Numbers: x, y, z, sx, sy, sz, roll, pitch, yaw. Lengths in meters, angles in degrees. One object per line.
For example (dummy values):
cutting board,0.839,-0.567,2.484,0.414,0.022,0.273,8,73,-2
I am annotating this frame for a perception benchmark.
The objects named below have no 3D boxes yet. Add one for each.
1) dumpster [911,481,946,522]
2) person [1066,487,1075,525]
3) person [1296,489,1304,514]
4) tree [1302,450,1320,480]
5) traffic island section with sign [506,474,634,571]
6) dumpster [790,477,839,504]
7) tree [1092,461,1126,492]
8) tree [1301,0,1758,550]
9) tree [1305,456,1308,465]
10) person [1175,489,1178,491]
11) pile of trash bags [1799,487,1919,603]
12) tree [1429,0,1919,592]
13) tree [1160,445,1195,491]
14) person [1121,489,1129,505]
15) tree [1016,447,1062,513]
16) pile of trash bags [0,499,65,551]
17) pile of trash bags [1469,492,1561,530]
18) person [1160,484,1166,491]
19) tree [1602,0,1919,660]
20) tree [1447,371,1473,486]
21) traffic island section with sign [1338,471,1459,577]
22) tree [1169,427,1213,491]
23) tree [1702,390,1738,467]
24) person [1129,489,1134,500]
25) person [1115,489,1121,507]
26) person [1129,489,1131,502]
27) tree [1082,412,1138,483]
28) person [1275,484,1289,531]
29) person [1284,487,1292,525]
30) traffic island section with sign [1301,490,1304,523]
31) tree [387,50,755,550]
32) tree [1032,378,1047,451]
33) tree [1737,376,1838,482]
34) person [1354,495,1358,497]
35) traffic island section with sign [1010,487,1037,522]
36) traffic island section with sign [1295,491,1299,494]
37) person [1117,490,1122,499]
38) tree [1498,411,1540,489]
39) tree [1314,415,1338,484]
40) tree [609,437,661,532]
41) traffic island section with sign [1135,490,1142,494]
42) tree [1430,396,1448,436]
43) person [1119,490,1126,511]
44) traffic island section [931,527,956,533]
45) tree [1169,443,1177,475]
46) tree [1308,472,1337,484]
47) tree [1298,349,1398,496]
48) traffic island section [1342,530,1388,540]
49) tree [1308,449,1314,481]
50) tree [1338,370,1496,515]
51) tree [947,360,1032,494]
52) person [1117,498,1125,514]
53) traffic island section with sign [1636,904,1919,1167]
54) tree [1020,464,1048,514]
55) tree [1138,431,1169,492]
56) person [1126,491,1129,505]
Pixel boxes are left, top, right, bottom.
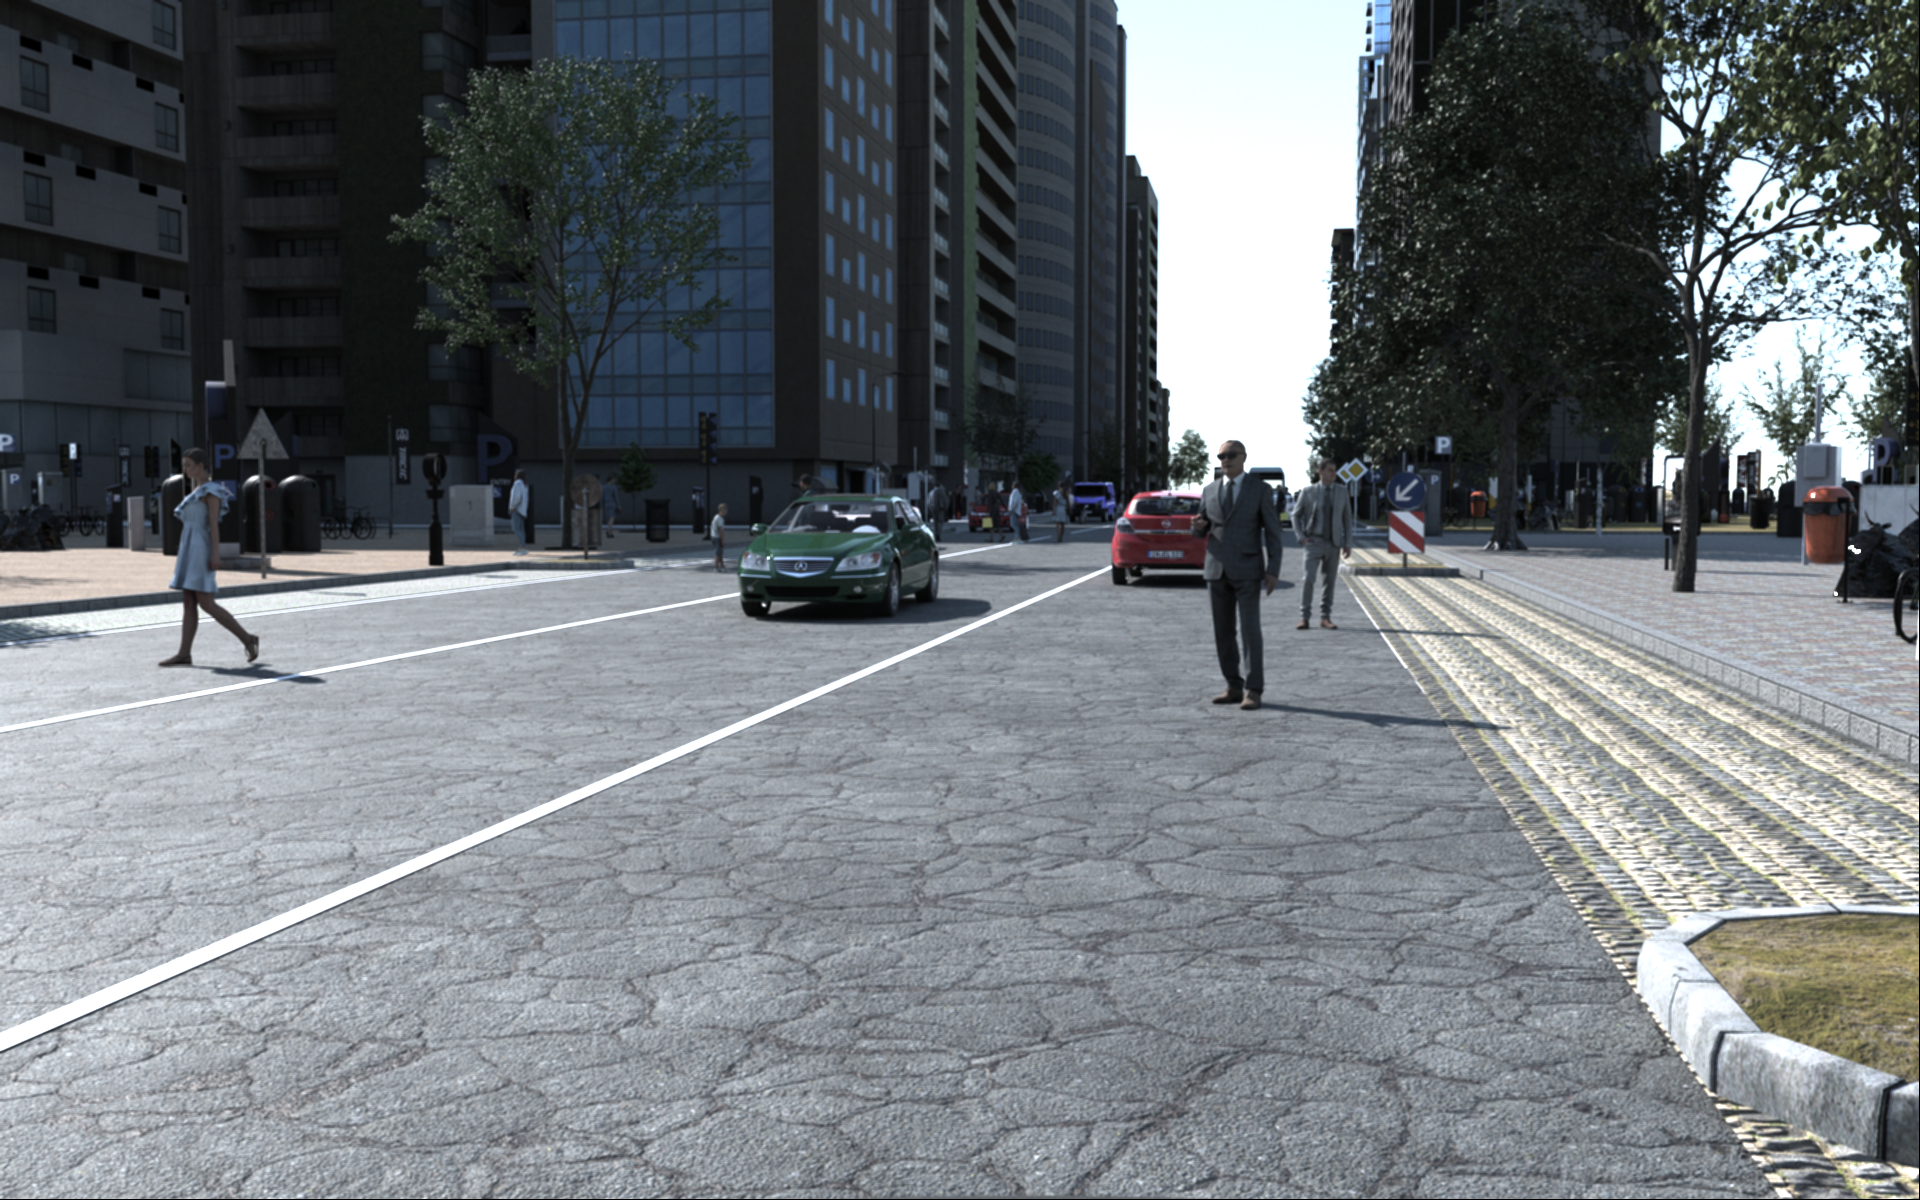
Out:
dumpster,-1.400,-4.319,76.380,1.264,1.857,1.865,1,4,10
person,4.956,-4.409,81.263,0.731,1.740,0.598,-2,4,-35
person,23.423,-6.760,119.151,0.709,1.813,0.853,2,4,31
tree,56.657,-19.965,276.784,4.737,8.622,4.395,0,3,0
traffic island section with sign,-7.366,-1.504,33.223,1.989,1.847,2.006,1,4,10
dumpster,-4.840,-3.165,57.499,1.264,1.857,1.865,1,4,10
tree,14.001,-10.962,162.948,4.285,4.588,4.351,0,3,0
tree,12.732,-7.503,39.686,9.611,12.733,9.660,0,3,0
tree,41.924,-15.251,199.720,4.360,8.622,3.978,0,3,0
person,14.915,-6.788,119.579,0.616,1.811,0.778,-2,4,-24
pile of trash bags,11.620,-0.702,21.231,3.447,1.369,1.912,-2,4,-26
tree,9.855,-5.383,22.417,7.601,10.594,8.767,0,4,1
tree,33.969,-19.370,267.064,4.360,8.622,3.978,0,3,0
person,18.144,-11.301,190.954,1.348,1.807,0.705,3,5,43
tree,5.410,-8.286,119.186,4.285,4.588,4.351,0,3,0
pile of trash bags,-22.409,-1.835,39.748,3.447,1.369,1.912,1,4,9
pile of trash bags,19.986,-3.231,62.581,1.912,1.369,3.447,-3,5,-43
person,8.155,-3.801,70.499,0.795,1.843,0.661,-1,4,-15
tree,7.287,-3.830,12.982,4.737,8.622,4.395,0,3,0
tree,26.283,-8.108,82.927,4.737,8.622,4.395,0,3,0
traffic island section with sign,7.777,-1.358,30.829,1.989,1.847,2.006,1,4,10
tree,39.377,-22.992,294.046,7.486,12.596,7.792,0,3,0
tree,53.439,-10.474,121.619,4.360,8.622,3.978,0,3,0
person,17.661,-10.527,178.299,0.705,1.807,1.348,2,4,25
person,16.023,-10.333,175.006,0.705,1.821,1.348,2,4,26
person,20.200,-12.205,205.554,0.705,1.831,1.348,1,4,17
tree,13.130,-12.544,155.454,4.737,8.622,4.395,0,3,0
person,12.301,-3.553,66.809,0.699,1.804,1.509,0,4,8
person,14.939,-4.324,79.600,0.661,1.777,0.834,-3,4,-39
traffic island section with sign,17.813,-4.660,84.816,1.989,1.847,2.006,1,4,10
tree,-8.891,-6.977,39.824,9.928,11.665,9.643,0,3,0
tree,3.105,-9.274,101.986,4.360,8.622,3.978,0,3,0
tree,51.279,-9.563,106.713,4.360,8.622,3.978,0,3,0
person,40.054,-10.174,175.604,0.991,1.433,0.599,3,4,37
traffic island section with sign,2.886,-4.872,88.285,1.989,1.847,2.006,1,4,10
traffic island section with sign,22.744,-6.281,111.318,1.989,1.847,2.006,1,4,10
person,18.123,-11.621,196.182,0.705,1.807,1.348,-3,5,-41
tree,33.437,-9.717,109.242,4.360,8.622,3.978,0,3,0
tree,24.078,-9.486,105.462,4.360,8.622,3.978,0,3,0
tree,-11.087,-3.895,58.286,1.663,3.219,1.824,0,3,0
traffic island section with sign,16.988,-9.512,164.146,1.989,1.847,2.006,1,4,10
tree,27.849,-8.919,96.189,4.737,8.622,4.395,0,3,0
person,12.942,-7.863,137.813,0.466,1.731,0.760,3,4,38
traffic island section,-1.314,-2.660,65.766,2.009,0.180,2.903,1,4,10
tree,26.885,-17.116,230.207,4.737,8.622,4.395,0,3,0
tree,43.425,-13.703,207.749,4.285,4.588,4.351,0,3,0
tree,29.460,-12.533,130.674,9.928,11.665,9.643,0,3,0
traffic island section,12.604,-2.005,55.061,2.009,0.180,2.903,1,4,10
tree,36.902,-13.502,171.117,4.360,8.622,3.978,0,3,0
tree,18.405,-7.309,69.870,4.360,8.622,3.978,0,3,0
tree,1.404,-8.815,94.489,4.360,8.622,3.978,0,3,0
person,6.776,-3.648,72.828,0.352,1.250,0.332,2,4,32
traffic island section with sign,2.845,0.263,4.327,1.989,1.847,2.006,1,4,10
tree,4.595,-7.146,111.445,1.663,3.219,1.824,0,3,0
tree,20.833,-15.135,197.811,4.737,8.622,4.395,0,3,0
person,20.491,-12.552,212.188,0.541,1.710,0.530,-1,4,-12
